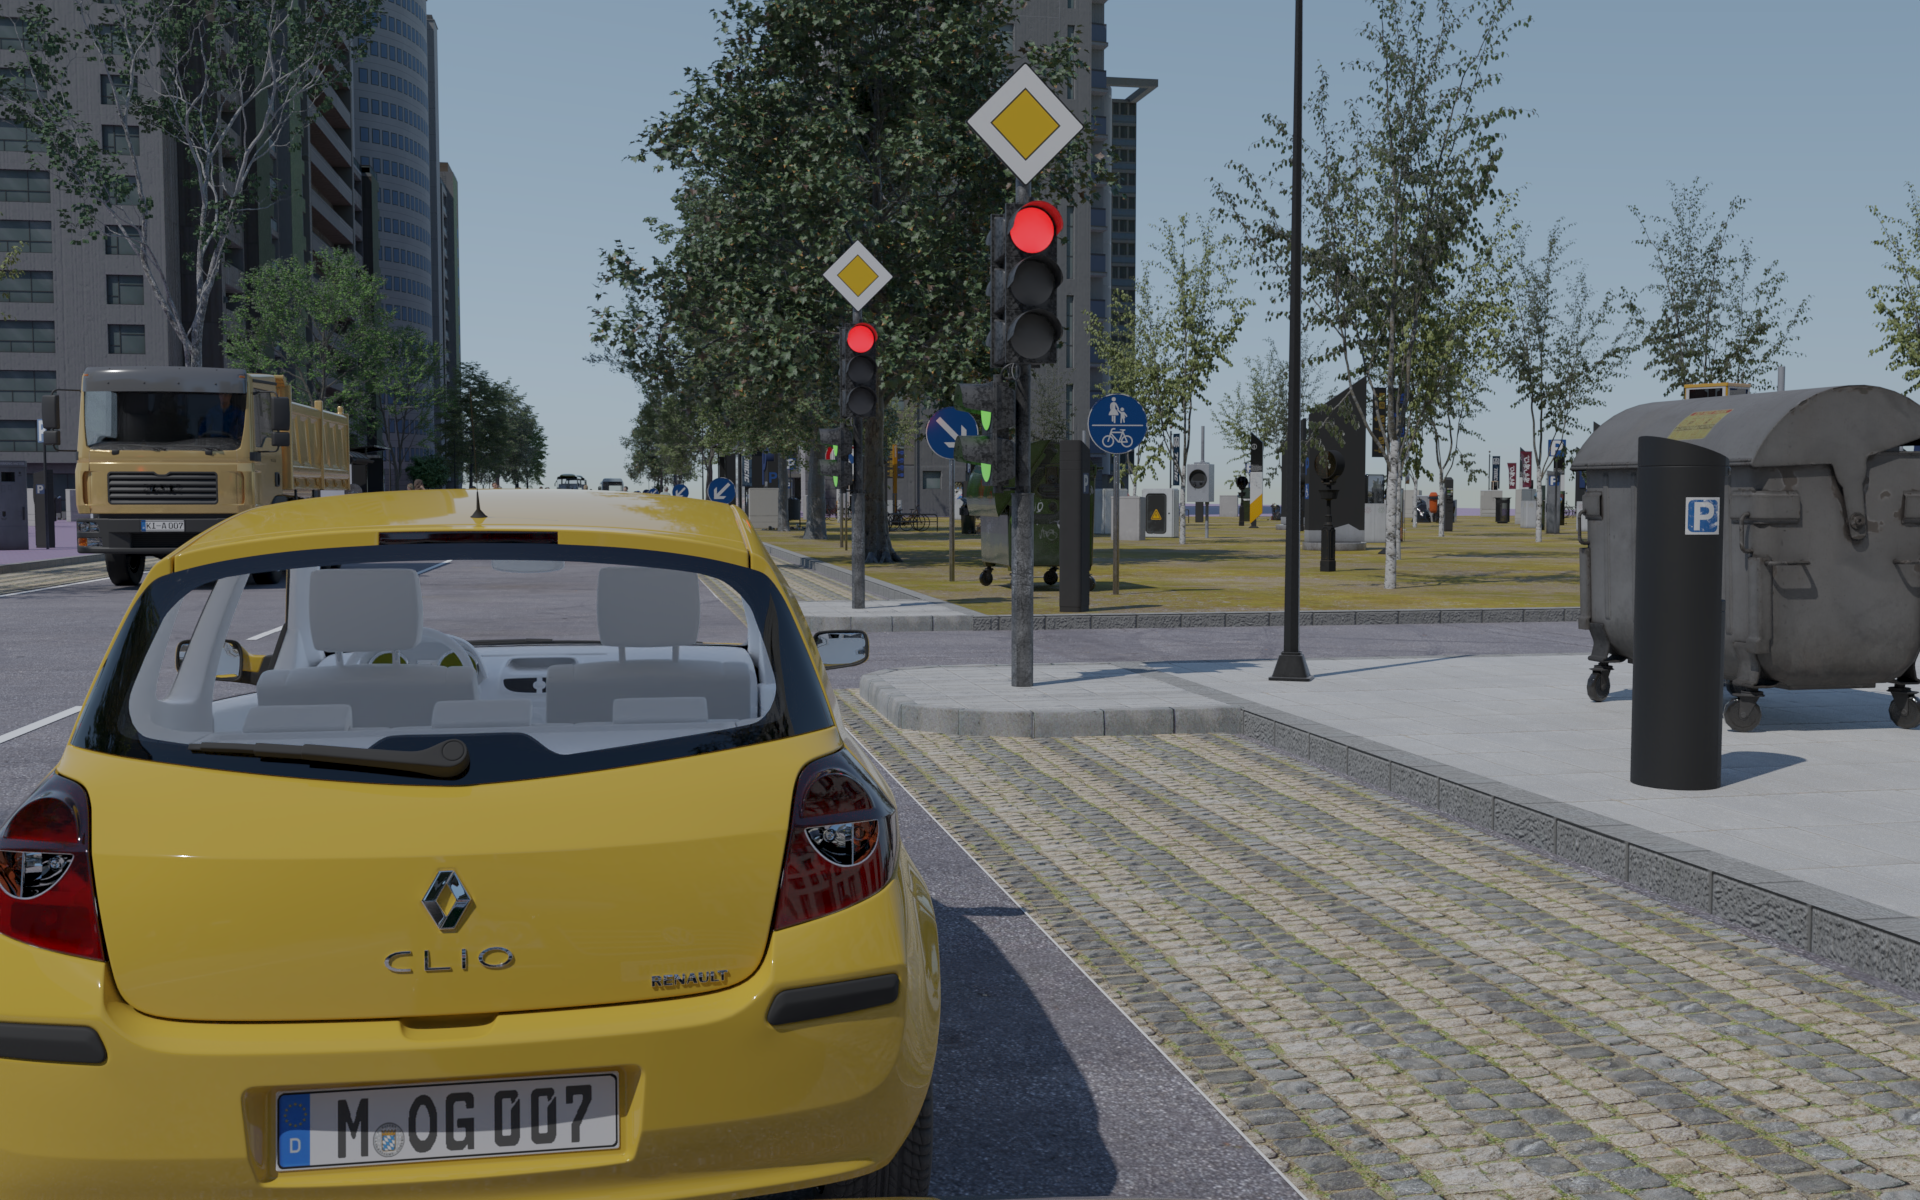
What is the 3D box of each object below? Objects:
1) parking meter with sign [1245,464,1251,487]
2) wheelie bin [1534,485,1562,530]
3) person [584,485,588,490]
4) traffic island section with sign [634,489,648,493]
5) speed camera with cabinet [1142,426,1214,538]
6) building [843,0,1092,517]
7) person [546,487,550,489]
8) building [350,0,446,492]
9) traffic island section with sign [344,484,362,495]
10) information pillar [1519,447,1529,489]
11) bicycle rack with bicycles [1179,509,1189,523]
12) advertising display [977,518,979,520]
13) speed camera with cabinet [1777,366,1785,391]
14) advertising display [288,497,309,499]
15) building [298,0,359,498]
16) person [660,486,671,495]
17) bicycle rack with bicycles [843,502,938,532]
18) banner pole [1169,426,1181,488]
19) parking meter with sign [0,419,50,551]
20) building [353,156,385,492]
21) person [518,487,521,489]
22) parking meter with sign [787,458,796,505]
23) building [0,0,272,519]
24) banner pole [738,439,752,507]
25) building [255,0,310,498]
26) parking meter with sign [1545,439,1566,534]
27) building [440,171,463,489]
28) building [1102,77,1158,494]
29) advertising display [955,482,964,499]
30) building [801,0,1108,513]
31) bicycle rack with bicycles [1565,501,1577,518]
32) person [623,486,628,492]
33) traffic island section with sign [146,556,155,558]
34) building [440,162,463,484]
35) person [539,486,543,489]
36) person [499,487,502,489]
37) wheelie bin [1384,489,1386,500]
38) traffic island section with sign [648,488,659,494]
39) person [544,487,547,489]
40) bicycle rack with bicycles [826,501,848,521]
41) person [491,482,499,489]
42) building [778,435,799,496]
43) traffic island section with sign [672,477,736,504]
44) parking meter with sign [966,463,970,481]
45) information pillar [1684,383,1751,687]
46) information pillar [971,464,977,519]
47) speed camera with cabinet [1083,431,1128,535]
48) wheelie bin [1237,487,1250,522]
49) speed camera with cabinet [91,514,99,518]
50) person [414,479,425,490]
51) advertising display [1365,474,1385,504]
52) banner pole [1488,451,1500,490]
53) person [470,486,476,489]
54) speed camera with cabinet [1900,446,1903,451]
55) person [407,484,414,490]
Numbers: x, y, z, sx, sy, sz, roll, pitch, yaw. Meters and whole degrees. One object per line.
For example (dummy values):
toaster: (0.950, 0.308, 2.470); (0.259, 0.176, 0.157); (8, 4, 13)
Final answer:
parking meter with sign: (16.464, -6.222, 97.995); (0.543, 3.016, 1.738); (0, 4, 5)
wheelie bin: (20.785, -3.269, 61.362); (0.980, 1.594, 0.693); (0, 4, -5)
person: (-14.261, -3.486, 65.842); (0.624, 1.780, 0.694); (-3, 5, -43)
traffic island section with sign: (-26.159, -8.274, 143.905); (1.989, 1.847, 2.006); (-1, 4, -11)
speed camera with cabinet: (6.344, -3.432, 50.442); (2.038, 3.252, 0.660); (2, 4, 25)
building: (-0.574, -25.701, 103.799); (14.154, 41.232, 14.086); (-1, 4, -11)
person: (-20.587, -4.745, 86.427); (0.374, 1.781, 0.599); (2, 4, 33)
building: (-69.253, -39.648, 190.247); (21.231, 58.520, 28.212); (-1, 4, -11)
traffic island section with sign: (-23.081, -3.503, 65.903); (1.989, 1.847, 2.006); (-1, 4, -11)
information pillar: (27.969, -5.783, 85.903); (0.504, 3.616, 0.183); (3, 5, 41)
bicycle rack with bicycles: (8.757, -3.819, 75.823); (2.852, 0.926, 2.925); (2, 4, 23)
advertising display: (1.162, -4.865, 84.760); (0.123, 1.923, 0.974); (-3, 5, -40)
speed camera with cabinet: (13.284, -2.022, 27.388); (2.038, 3.252, 0.660); (-2, 4, -24)
advertising display: (-32.594, -4.903, 85.374); (0.974, 1.923, 0.123); (-1, 4, -11)
building: (-56.497, -30.672, 125.185); (21.300, 48.544, 21.600); (-1, 4, -11)
person: (-12.397, -3.926, 73.178); (0.782, 1.767, 0.515); (1, 4, 12)
bicycle rack with bicycles: (-2.135, -2.821, 59.500); (2.925, 0.926, 2.852); (-1, 4, -23)
banner pole: (7.793, -4.469, 63.091); (0.401, 3.779, 0.863); (-2, 4, -24)
parking meter with sign: (-21.765, -2.649, 39.567); (0.543, 3.016, 1.738); (3, 5, 42)
building: (-56.468, -22.800, 144.483); (14.160, 30.474, 14.107); (-1, 4, -11)
person: (-23.353, -5.066, 91.533); (0.583, 1.804, 0.606); (0, 4, -5)
parking meter with sign: (-8.471, -5.438, 85.172); (0.543, 3.016, 1.738); (-1, 4, -15)
building: (-46.275, -19.767, 94.892); (14.160, 30.474, 14.107); (-1, 4, -11)
banner pole: (-8.662, -4.849, 69.304); (0.863, 3.779, 0.401); (2, 4, 27)
building: (-49.656, -25.995, 108.605); (14.154, 41.232, 14.086); (-1, 4, -11)
parking meter with sign: (19.214, -3.656, 56.043); (0.543, 3.016, 1.738); (1, 4, 14)
building: (-69.209, -32.337, 212.302); (14.154, 41.232, 14.086); (-1, 4, -11)
building: (-1.402, -28.187, 152.746); (32.217, 40.220, 23.993); (-1, 4, -11)
advertising display: (-0.123, -5.142, 89.278); (0.123, 1.923, 0.974); (-3, 4, -36)
building: (-1.088, -35.678, 125.328); (21.231, 58.520, 28.212); (-1, 4, -11)
bicycle rack with bicycles: (32.013, -4.867, 92.953); (2.925, 0.926, 2.852); (2, 4, 31)
person: (-16.073, -4.624, 84.117); (0.660, 1.820, 0.620); (3, 5, 44)
traffic island section with sign: (-17.821, -1.881, 39.380); (1.989, 1.847, 2.006); (-1, 4, -11)
building: (-73.110, -35.256, 226.551); (14.600, 45.320, 14.200); (-1, 4, -11)
person: (-20.566, -4.665, 84.869); (0.616, 1.811, 0.778); (-3, 4, -36)
person: (-20.927, -4.251, 78.495); (0.515, 1.767, 0.782); (0, 4, -1)
wheelie bin: (23.331, -5.250, 93.746); (0.980, 1.594, 0.693); (-1, 4, -14)
traffic island section with sign: (-11.130, -3.642, 68.180); (1.989, 1.847, 2.006); (-1, 4, -11)
person: (-26.316, -6.250, 110.315); (1.348, 1.869, 0.705); (-2, 4, -27)
bicycle rack with bicycles: (-5.803, -4.300, 83.682); (2.925, 0.926, 2.852); (-1, 4, -18)
person: (-14.451, -2.793, 54.355); (0.592, 1.802, 0.473); (1, 4, 18)
building: (-17.008, -36.364, 214.158); (23.786, 49.044, 30.456); (-1, 4, -11)
traffic island section with sign: (-5.888, -2.025, 41.738); (1.989, 1.847, 2.006); (-1, 4, -11)
parking meter with sign: (1.249, -6.120, 96.329); (1.738, 3.016, 0.543); (1, 4, 16)
information pillar: (5.065, -0.437, 11.640); (0.304, 2.012, 0.304); (-3, 4, -38)
information pillar: (0.811, -6.075, 90.676); (0.504, 3.616, 0.183); (0, 4, 5)
speed camera with cabinet: (4.335, -3.686, 54.609); (2.038, 3.252, 0.660); (-2, 4, -34)
wheelie bin: (13.460, -4.474, 81.055); (0.980, 1.594, 0.693); (1, 4, 11)
speed camera with cabinet: (-33.184, -4.518, 68.203); (2.038, 3.252, 0.660); (1, 4, 8)
person: (-13.441, -2.094, 42.985); (0.600, 1.795, 0.529); (3, 5, 42)
advertising display: (13.395, -3.105, 55.977); (0.974, 1.923, 0.123); (-3, 5, -44)
banner pole: (30.742, -6.720, 99.882); (0.863, 3.779, 0.401); (0, 4, -2)
person: (-17.116, -3.134, 60.571); (0.643, 1.720, 0.563); (1, 4, 9)
speed camera with cabinet: (31.103, -3.939, 58.745); (2.038, 3.252, 0.660); (2, 4, 31)
person: (-18.298, -2.985, 57.665); (0.694, 1.780, 0.624); (-2, 4, -30)
